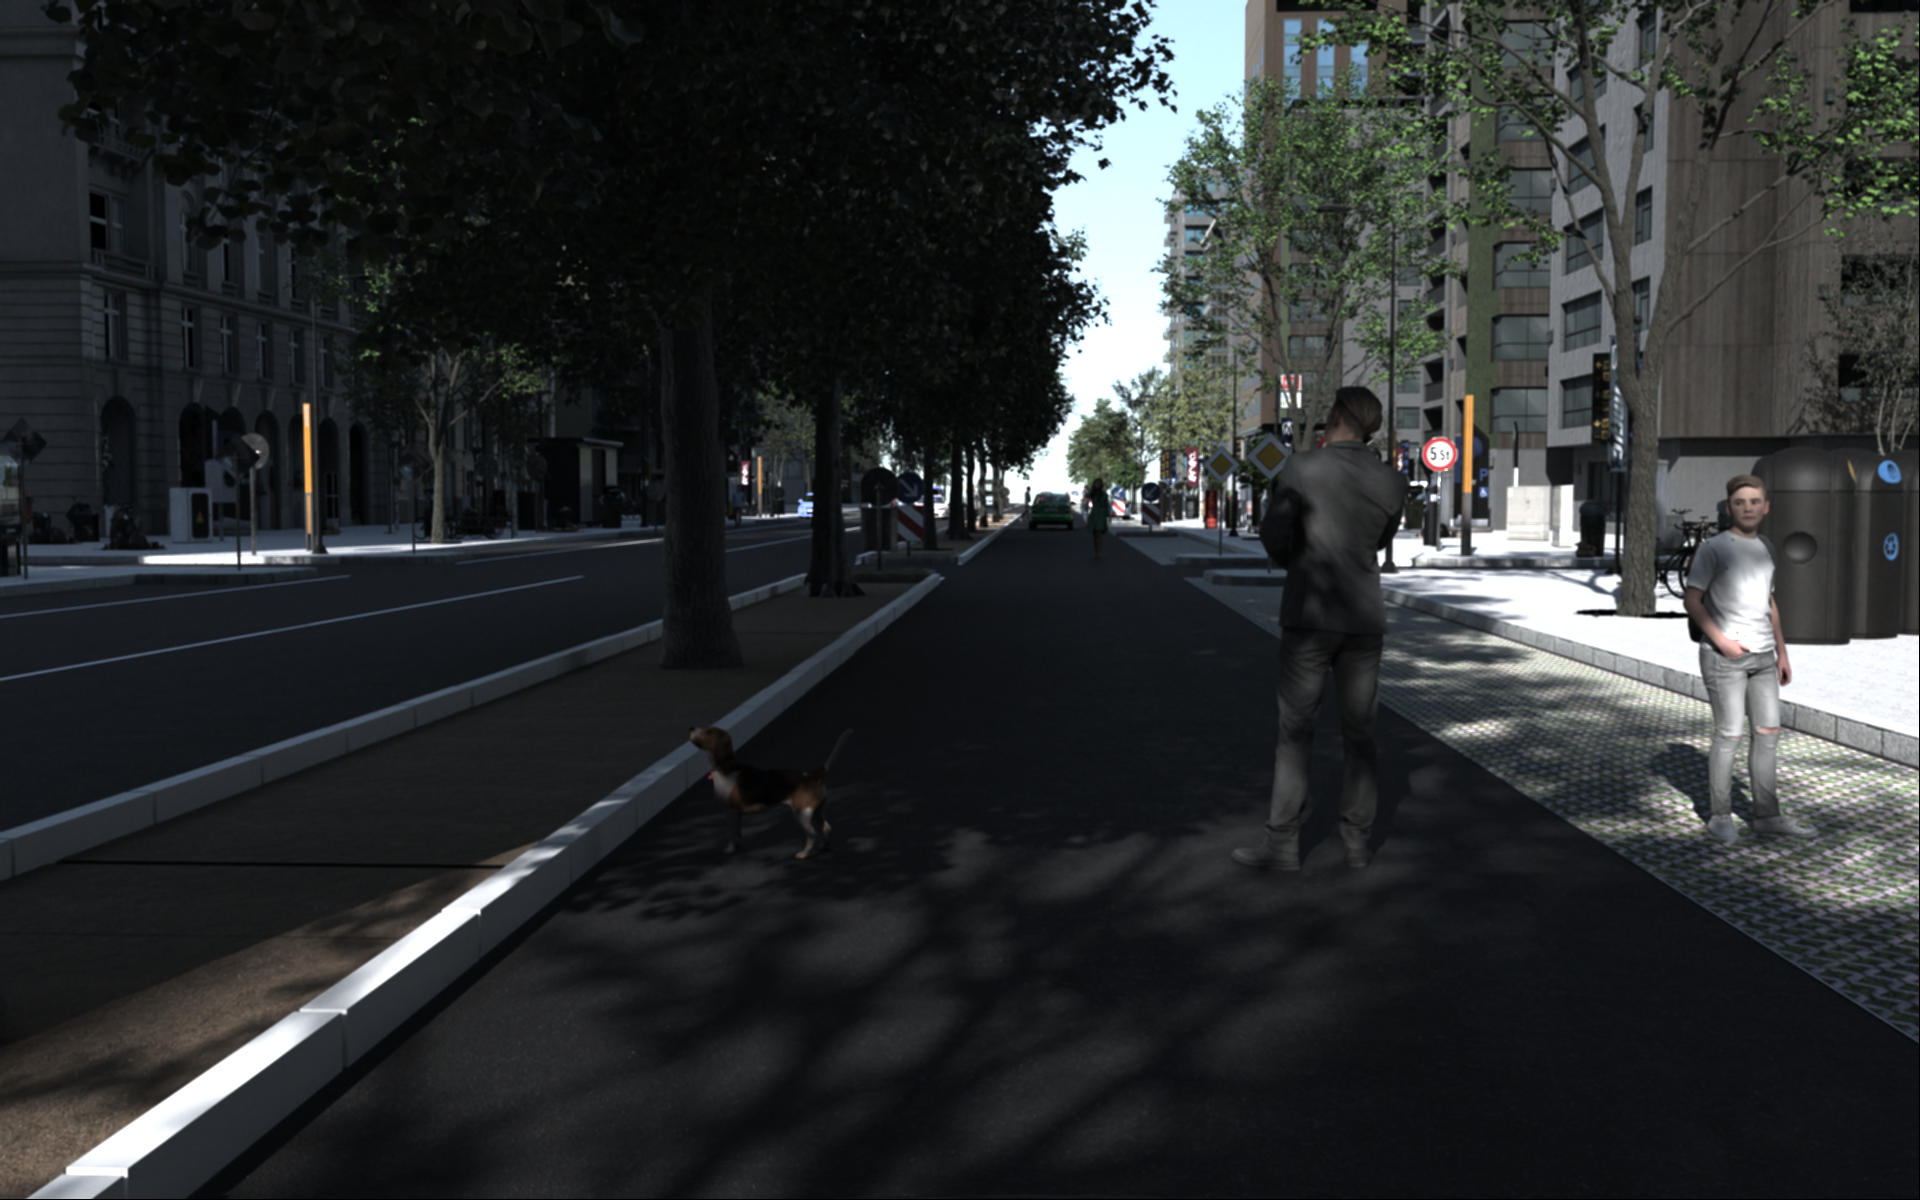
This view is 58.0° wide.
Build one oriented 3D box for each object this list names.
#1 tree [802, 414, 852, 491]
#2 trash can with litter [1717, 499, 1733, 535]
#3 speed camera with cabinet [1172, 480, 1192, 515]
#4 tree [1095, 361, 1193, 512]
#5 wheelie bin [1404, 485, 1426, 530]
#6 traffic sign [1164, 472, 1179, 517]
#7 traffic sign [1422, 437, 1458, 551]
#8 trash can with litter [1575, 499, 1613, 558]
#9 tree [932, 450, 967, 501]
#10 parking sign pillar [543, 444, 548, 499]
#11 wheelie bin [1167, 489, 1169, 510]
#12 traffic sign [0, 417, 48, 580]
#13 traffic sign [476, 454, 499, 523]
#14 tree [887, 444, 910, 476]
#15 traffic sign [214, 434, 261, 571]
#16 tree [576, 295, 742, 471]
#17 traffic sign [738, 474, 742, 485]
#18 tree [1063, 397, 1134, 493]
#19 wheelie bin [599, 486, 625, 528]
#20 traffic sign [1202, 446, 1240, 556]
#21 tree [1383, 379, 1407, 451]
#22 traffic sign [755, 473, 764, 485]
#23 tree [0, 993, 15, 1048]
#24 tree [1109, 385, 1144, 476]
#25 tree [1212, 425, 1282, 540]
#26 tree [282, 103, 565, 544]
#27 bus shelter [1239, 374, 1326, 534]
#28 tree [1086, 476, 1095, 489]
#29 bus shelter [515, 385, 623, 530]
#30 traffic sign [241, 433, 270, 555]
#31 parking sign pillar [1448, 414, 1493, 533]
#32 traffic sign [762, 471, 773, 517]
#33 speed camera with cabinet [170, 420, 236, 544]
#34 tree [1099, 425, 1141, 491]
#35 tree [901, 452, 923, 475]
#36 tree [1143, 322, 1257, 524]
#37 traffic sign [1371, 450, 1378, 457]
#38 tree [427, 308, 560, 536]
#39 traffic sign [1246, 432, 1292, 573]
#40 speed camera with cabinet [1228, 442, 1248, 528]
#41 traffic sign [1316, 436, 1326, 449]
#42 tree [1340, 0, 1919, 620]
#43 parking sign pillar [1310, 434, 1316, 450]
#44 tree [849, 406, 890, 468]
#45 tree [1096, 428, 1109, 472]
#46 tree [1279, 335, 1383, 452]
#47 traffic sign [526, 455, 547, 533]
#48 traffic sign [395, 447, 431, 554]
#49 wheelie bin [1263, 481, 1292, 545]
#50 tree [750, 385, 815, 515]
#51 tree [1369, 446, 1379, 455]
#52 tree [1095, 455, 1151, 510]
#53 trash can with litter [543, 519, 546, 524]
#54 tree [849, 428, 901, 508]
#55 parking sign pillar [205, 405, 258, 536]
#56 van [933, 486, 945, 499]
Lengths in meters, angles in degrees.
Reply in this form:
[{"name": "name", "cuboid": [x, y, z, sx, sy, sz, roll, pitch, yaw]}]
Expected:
[{"name": "tree", "cuboid": [-9.884, -10.883, 128.292, 4.737, 8.622, 4.395, 0, 3, 0]}, {"name": "trash can with litter", "cuboid": [15.846, -1.472, 35.449, 0.624, 1.170, 1.055, 1, 4, 16]}, {"name": "speed camera with cabinet", "cuboid": [13.603, -6.773, 105.069, 0.660, 3.252, 2.038, -3, 4, -38]}, {"name": "tree", "cuboid": [13.028, -11.389, 120.630, 7.601, 10.594, 8.767, -1, 4, -22]}, {"name": "wheelie bin", "cuboid": [16.419, -3.339, 62.498, 0.980, 1.594, 0.693, 0, 4, 4]}, {"name": "traffic sign", "cuboid": [11.152, -5.586, 91.435, 0.768, 2.556, 0.104, 1, 4, 9]}, {"name": "traffic sign", "cuboid": [10.701, -2.360, 38.688, 0.768, 2.556, 0.104, 1, 4, 11]}, {"name": "trash can with litter", "cuboid": [12.853, -1.454, 35.156, 0.624, 1.170, 1.055, 2, 4, 29]}, {"name": "tree", "cuboid": [-2.233, -21.278, 266.017, 7.486, 12.596, 7.792, 0, 3, 0]}, {"name": "parking sign pillar", "cuboid": [-21.204, -6.259, 90.813, 1.447, 3.967, 1.447, 3, 4, 38]}, {"name": "wheelie bin", "cuboid": [12.750, -6.101, 107.666, 0.693, 1.594, 0.980, -2, 4, -35]}, {"name": "traffic sign", "cuboid": [-14.028, -1.514, 25.946, 0.795, 2.450, 0.064, 0, 4, 7]}, {"name": "traffic sign", "cuboid": [-15.203, -3.399, 55.680, 0.768, 2.556, 0.104, 1, 4, 9]}, {"name": "tree", "cuboid": [-5.267, -16.925, 211.132, 8.767, 10.594, 7.601, -3, 5, -41]}, {"name": "traffic sign", "cuboid": [-12.060, -1.546, 28.924, 0.795, 2.450, 0.064, 0, 4, 3]}, {"name": "tree", "cuboid": [-12.822, -8.610, 75.184, 7.601, 10.594, 8.767, 2, 4, 34]}, {"name": "traffic sign", "cuboid": [-11.575, -5.344, 89.508, 0.606, 2.300, 0.079, 0, 4, 8]}, {"name": "tree", "cuboid": [17.026, -17.408, 202.747, 7.486, 12.596, 7.792, 0, 3, 0]}, {"name": "wheelie bin", "cuboid": [-13.040, -3.497, 65.092, 0.980, 1.594, 0.693, -2, 4, -32]}, {"name": "traffic sign", "cuboid": [5.421, -1.979, 36.002, 0.795, 2.450, 0.064, 0, 4, 3]}, {"name": "tree", "cuboid": [25.095, -9.559, 106.657, 4.360, 8.622, 3.978, 0, 3, 0]}, {"name": "traffic sign", "cuboid": [-11.646, -6.187, 101.257, 0.768, 2.556, 0.104, 1, 4, 12]}, {"name": "tree", "cuboid": [-2.804, -5.798, 3.908, 9.857, 13.997, 8.962, 0, 3, 0]}, {"name": "tree", "cuboid": [11.921, -9.096, 99.079, 4.737, 8.622, 4.395, 0, 3, 0]}, {"name": "tree", "cuboid": [8.282, -3.296, 48.495, 1.663, 3.219, 1.824, 0, 3, 0]}, {"name": "tree", "cuboid": [-13.400, -7.255, 44.371, 9.928, 11.665, 9.643, 0, 3, 0]}, {"name": "bus shelter", "cuboid": [10.224, -4.768, 55.594, 2.179, 5.291, 8.768, 0, 4, 3]}, {"name": "tree", "cuboid": [18.279, -14.760, 225.039, 4.285, 4.588, 4.351, 0, 3, 0]}, {"name": "bus shelter", "cuboid": [-14.820, -5.358, 65.238, 2.179, 5.291, 8.768, 0, 4, 3]}, {"name": "traffic sign", "cuboid": [-14.785, -2.207, 36.195, 0.768, 2.556, 0.104, 1, 4, 10]}, {"name": "parking sign pillar", "cuboid": [17.077, -4.243, 57.839, 1.447, 3.967, 1.447, -1, 4, -22]}, {"name": "traffic sign", "cuboid": [-10.677, -5.815, 95.186, 0.768, 2.556, 0.104, 1, 4, 12]}, {"name": "speed camera with cabinet", "cuboid": [-19.967, -3.147, 45.790, 0.660, 3.252, 2.038, 1, 4, 15]}, {"name": "tree", "cuboid": [15.690, -13.481, 170.784, 4.360, 8.622, 3.978, 0, 3, 0]}, {"name": "tree", "cuboid": [-5.931, -15.267, 199.971, 4.360, 8.622, 3.978, 0, 3, 0]}, {"name": "tree", "cuboid": [10.364, -7.544, 73.706, 4.737, 8.622, 4.395, 0, 3, 0]}, {"name": "traffic sign", "cuboid": [11.415, -2.981, 48.844, 0.768, 2.556, 0.104, 1, 4, 12]}, {"name": "tree", "cuboid": [-13.709, -6.251, 52.561, 4.360, 8.622, 3.978, 0, 3, 0]}, {"name": "traffic sign", "cuboid": [5.011, -1.491, 28.028, 0.795, 2.450, 0.064, 0, 4, 3]}, {"name": "speed camera with cabinet", "cuboid": [10.942, -4.388, 66.077, 0.660, 3.252, 2.038, 3, 4, 38]}, {"name": "traffic sign", "cuboid": [7.848, -2.217, 36.353, 0.768, 2.556, 0.104, 1, 4, 9]}, {"name": "tree", "cuboid": [7.056, -5.626, 17.733, 9.928, 11.665, 9.643, 0, 3, 0]}, {"name": "parking sign pillar", "cuboid": [15.349, -5.465, 77.832, 1.447, 3.967, 1.447, 1, 4, 21]}, {"name": "tree", "cuboid": [-6.810, -16.732, 183.930, 12.009, 13.543, 11.850, 0, 3, 0]}, {"name": "tree", "cuboid": [14.181, -12.344, 152.194, 4.737, 8.622, 4.395, 0, 3, 0]}, {"name": "tree", "cuboid": [16.919, -7.991, 81.019, 4.360, 8.622, 3.978, 0, 3, 0]}, {"name": "traffic sign", "cuboid": [-13.918, -3.473, 56.886, 0.768, 2.556, 0.104, 1, 4, 12]}, {"name": "traffic sign", "cuboid": [-11.649, -2.034, 36.898, 0.795, 2.450, 0.064, 0, 4, 3]}, {"name": "wheelie bin", "cuboid": [7.596, -1.995, 40.527, 0.980, 1.594, 0.693, 0, 4, -1]}, {"name": "tree", "cuboid": [-10.963, -9.489, 105.500, 4.360, 8.622, 3.978, 0, 3, 0]}, {"name": "tree", "cuboid": [14.670, -4.184, 63.002, 1.663, 3.219, 1.824, 0, 3, 0]}, {"name": "tree", "cuboid": [14.082, -9.724, 142.706, 4.285, 4.588, 4.351, 0, 3, 0]}, {"name": "trash can with litter", "cuboid": [-18.273, -3.935, 75.400, 1.678, 1.210, 2.233, -1, 4, -9]}, {"name": "tree", "cuboid": [-7.953, -12.303, 151.514, 4.360, 8.622, 3.978, 0, 3, 0]}, {"name": "parking sign pillar", "cuboid": [-22.376, -3.955, 53.137, 1.447, 3.967, 1.447, 3, 5, 44]}, {"name": "van", "cuboid": [-2.454, -9.311, 156.611, 2.240, 2.365, 5.245, 0, 4, 4]}]
